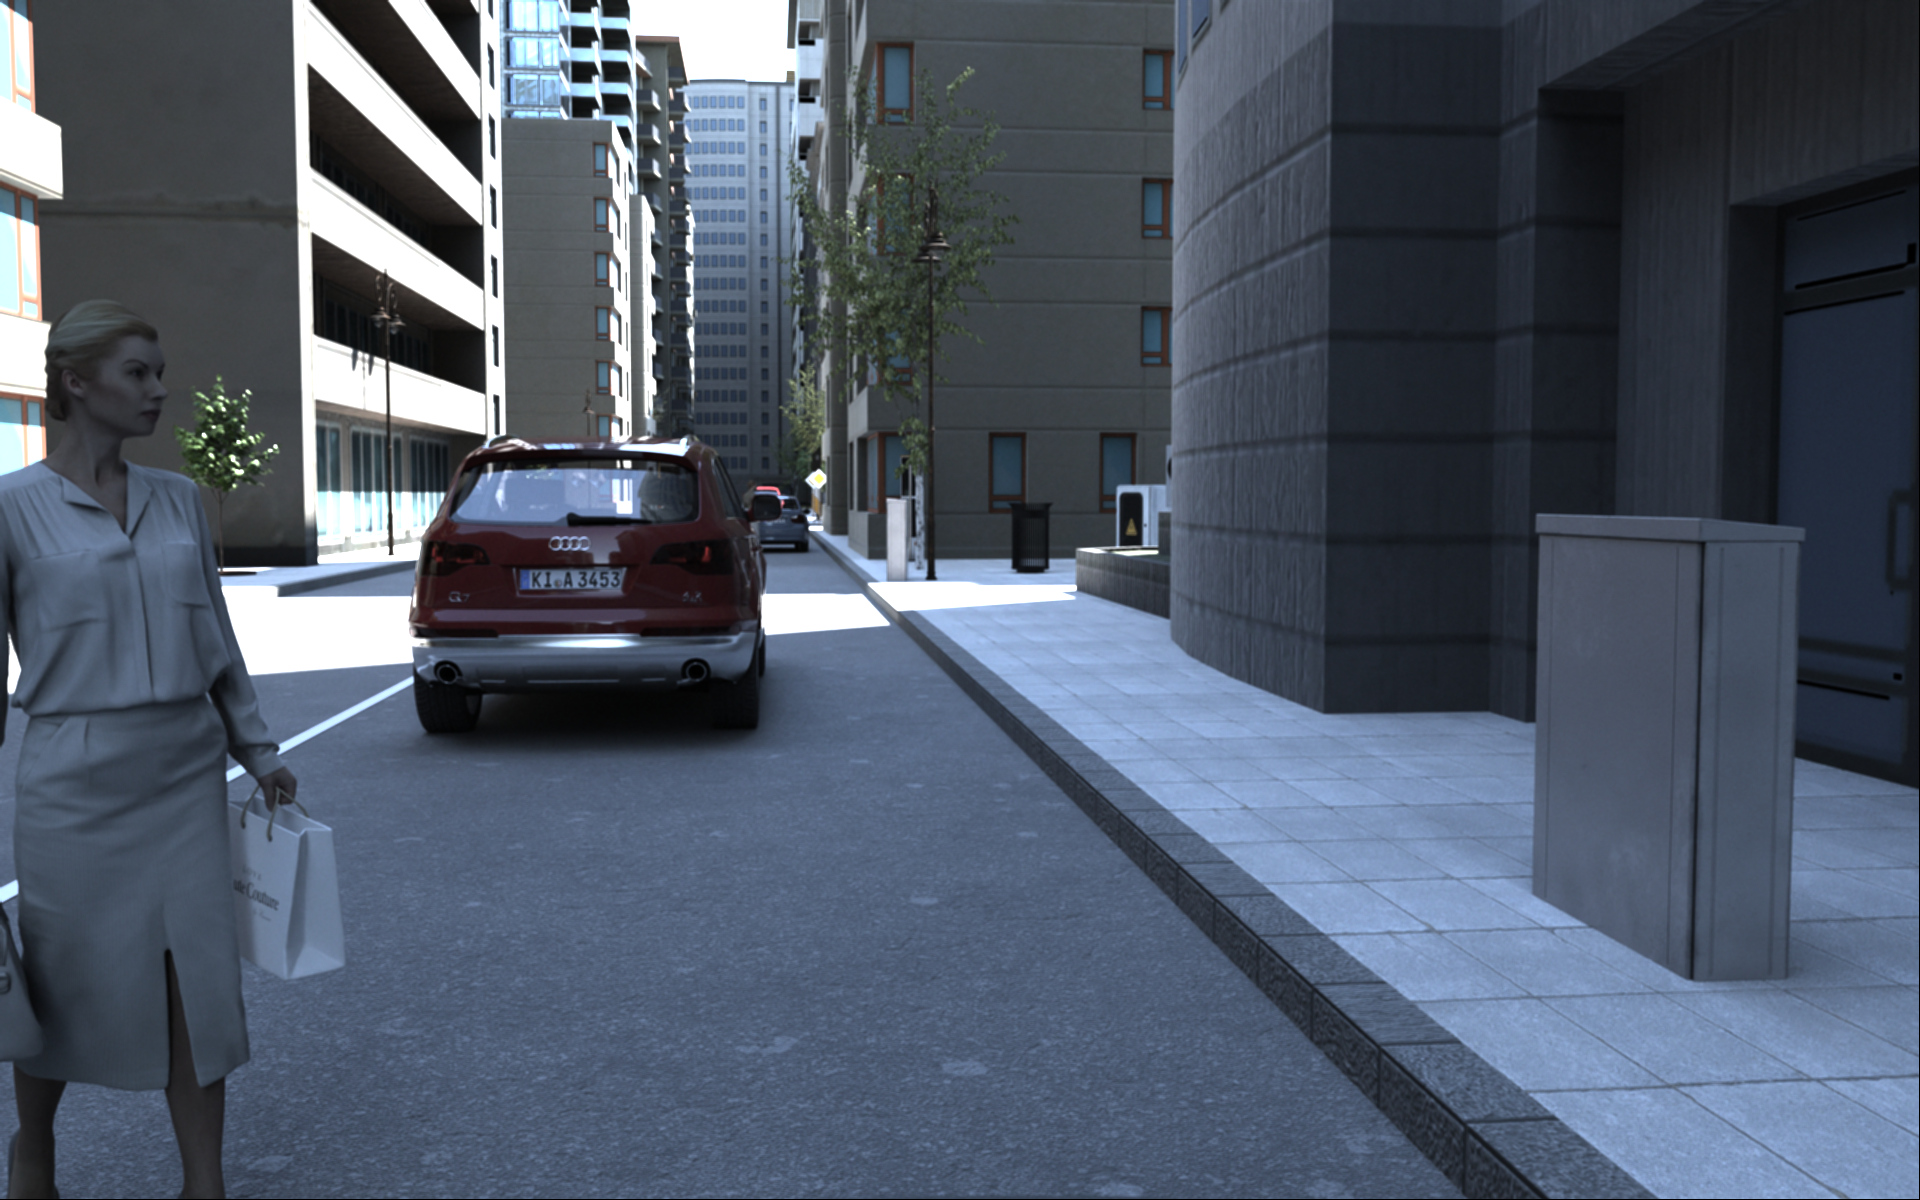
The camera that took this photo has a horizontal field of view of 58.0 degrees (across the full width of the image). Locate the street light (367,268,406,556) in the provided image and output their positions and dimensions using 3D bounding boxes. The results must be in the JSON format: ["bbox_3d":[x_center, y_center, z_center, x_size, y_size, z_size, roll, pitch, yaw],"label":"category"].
[{"bbox_3d":[-11.753,-3.843,35.614,0.468,5.910,1.993,0,4,-6],"label":"street light"}]

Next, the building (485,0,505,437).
[{"bbox_3d":[-23.605,-17.635,60.028,14.107,30.474,14.160,0,4,-6],"label":"building"}]

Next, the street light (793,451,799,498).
[{"bbox_3d":[-14.230,-10.864,150.411,0.468,5.910,1.993,0,4,-6],"label":"street light"}]

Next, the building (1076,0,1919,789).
[{"bbox_3d":[12.328,-28.713,11.449,21.231,58.520,28.212,0,4,-6],"label":"building"}]

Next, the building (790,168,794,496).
[{"bbox_3d":[-14.442,-32.813,220.090,14.154,41.232,14.086,0,4,-6],"label":"building"}]

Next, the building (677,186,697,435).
[{"bbox_3d":[-44.003,-31.583,208.271,23.993,40.220,32.217,0,4,-6],"label":"building"}]

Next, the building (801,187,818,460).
[{"bbox_3d":[-5.404,-21.194,140.036,14.314,27.812,24.014,0,4,-6],"label":"building"}]

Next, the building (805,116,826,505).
[{"bbox_3d":[-3.052,-20.122,116.388,14.401,28.519,23.554,0,4,-6],"label":"building"}]

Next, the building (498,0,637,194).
[{"bbox_3d":[-34.521,-49.927,128.983,22.319,86.520,31.000,0,4,-6],"label":"building"}]

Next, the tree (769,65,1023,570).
[{"bbox_3d":[-0.908,-4.817,29.112,4.737,8.622,4.395,0,3,0],"label":"tree"}]

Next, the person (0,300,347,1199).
[{"bbox_3d":[-1.562,0.343,3.240,0.694,1.780,0.624,-3,4,-38],"label":"person"}]

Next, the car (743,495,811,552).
[{"bbox_3d":[-4.777,-1.957,44.004,2.014,1.417,4.499,0,4,-8],"label":"car"}]

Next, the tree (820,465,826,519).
[{"bbox_3d":[-6.724,-5.833,89.967,1.663,3.219,1.824,0,3,0],"label":"tree"}]

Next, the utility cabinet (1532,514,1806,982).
[{"bbox_3d":[2.022,0.375,5.037,0.306,1.237,1.020,0,4,-5],"label":"utility cabinet"}]

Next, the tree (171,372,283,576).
[{"bbox_3d":[-11.622,-2.012,27.506,1.663,3.219,1.824,0,3,0],"label":"tree"}]

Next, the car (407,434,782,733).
[{"bbox_3d":[-2.383,-0.204,12.016,2.281,1.827,5.304,0,4,-6],"label":"car"}]

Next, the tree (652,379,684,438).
[{"bbox_3d":[-20.325,-9.873,111.780,4.360,8.622,3.978,0,3,0],"label":"tree"}]

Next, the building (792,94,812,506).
[{"bbox_3d":[-8.718,-35.404,202.552,21.300,48.544,21.600,0,4,-6],"label":"building"}]

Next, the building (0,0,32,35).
[{"bbox_3d":[-23.487,-9.825,5.674,27.650,21.520,28.899,0,4,-6],"label":"building"}]

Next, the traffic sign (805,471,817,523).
[{"bbox_3d":[-6.453,-4.453,76.445,0.795,2.450,0.064,0,4,-6],"label":"traffic sign"}]

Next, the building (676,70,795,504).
[{"bbox_3d":[-31.468,-42.875,243.007,28.212,58.520,21.231,0,4,-6],"label":"building"}]

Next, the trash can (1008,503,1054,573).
[{"bbox_3d":[1.148,-1.013,28.213,0.748,1.137,0.748,0,3,0],"label":"trash can"}]

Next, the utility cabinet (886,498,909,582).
[{"bbox_3d":[-0.921,-0.897,25.834,0.306,1.237,1.020,0,4,0],"label":"utility cabinet"}]

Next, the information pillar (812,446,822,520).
[{"bbox_3d":[-7.006,-5.712,84.746,0.504,3.616,0.183,2,4,29],"label":"information pillar"}]

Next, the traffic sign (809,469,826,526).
[{"bbox_3d":[-5.574,-3.967,68.508,0.795,2.450,0.064,0,4,-6],"label":"traffic sign"}]

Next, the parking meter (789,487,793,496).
[{"bbox_3d":[-14.251,-8.595,146.235,0.255,1.863,0.399,-1,4,-12],"label":"parking meter"}]

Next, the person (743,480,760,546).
[{"bbox_3d":[-4.842,-1.934,40.668,0.362,1.759,0.519,-3,5,-41],"label":"person"}]

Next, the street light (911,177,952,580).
[{"bbox_3d":[-0.429,-3.234,25.664,0.468,5.910,1.993,0,4,-6],"label":"street light"}]

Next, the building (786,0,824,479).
[{"bbox_3d":[-3.209,-36.023,178.217,28.713,52.752,27.495,0,4,-6],"label":"building"}]

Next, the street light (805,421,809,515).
[{"bbox_3d":[-9.489,-8.247,107.623,0.468,5.910,1.993,0,4,-6],"label":"street light"}]

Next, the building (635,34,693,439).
[{"bbox_3d":[-36.686,-31.071,162.633,22.147,44.769,28.867,0,4,-6],"label":"building"}]

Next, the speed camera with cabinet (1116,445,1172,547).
[{"bbox_3d":[3.653,-2.247,31.071,0.660,3.252,2.038,-2,4,-34],"label":"speed camera with cabinet"}]

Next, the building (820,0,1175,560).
[{"bbox_3d":[10.354,-12.479,49.070,27.650,21.520,28.899,0,4,-6],"label":"building"}]

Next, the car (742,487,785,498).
[{"bbox_3d":[-10.258,-5.007,90.538,2.281,1.827,5.304,0,4,-8],"label":"car"}]

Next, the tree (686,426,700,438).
[{"bbox_3d":[-29.398,-14.338,184.791,4.360,8.622,3.978,0,3,0],"label":"tree"}]

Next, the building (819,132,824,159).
[{"bbox_3d":[4.094,-15.081,82.728,21.152,22.565,11.583,0,4,-6],"label":"building"}]

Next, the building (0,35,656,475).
[{"bbox_3d":[-31.350,-15.178,93.207,27.650,21.520,28.899,0,4,-6],"label":"building"}]

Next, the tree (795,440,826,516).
[{"bbox_3d":[-7.961,-7.178,101.067,4.285,4.588,4.351,0,3,0],"label":"tree"}]

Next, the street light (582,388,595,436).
[{"bbox_3d":[-16.182,-6.286,75.564,0.468,5.910,1.993,0,4,-6],"label":"street light"}]

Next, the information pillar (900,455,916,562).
[{"bbox_3d":[-0.924,-1.745,33.028,0.304,2.012,0.304,-3,5,-39],"label":"information pillar"}]

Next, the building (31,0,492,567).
[{"bbox_3d":[-23.255,-25.355,38.264,21.300,48.544,21.600,0,4,-6],"label":"building"}]
